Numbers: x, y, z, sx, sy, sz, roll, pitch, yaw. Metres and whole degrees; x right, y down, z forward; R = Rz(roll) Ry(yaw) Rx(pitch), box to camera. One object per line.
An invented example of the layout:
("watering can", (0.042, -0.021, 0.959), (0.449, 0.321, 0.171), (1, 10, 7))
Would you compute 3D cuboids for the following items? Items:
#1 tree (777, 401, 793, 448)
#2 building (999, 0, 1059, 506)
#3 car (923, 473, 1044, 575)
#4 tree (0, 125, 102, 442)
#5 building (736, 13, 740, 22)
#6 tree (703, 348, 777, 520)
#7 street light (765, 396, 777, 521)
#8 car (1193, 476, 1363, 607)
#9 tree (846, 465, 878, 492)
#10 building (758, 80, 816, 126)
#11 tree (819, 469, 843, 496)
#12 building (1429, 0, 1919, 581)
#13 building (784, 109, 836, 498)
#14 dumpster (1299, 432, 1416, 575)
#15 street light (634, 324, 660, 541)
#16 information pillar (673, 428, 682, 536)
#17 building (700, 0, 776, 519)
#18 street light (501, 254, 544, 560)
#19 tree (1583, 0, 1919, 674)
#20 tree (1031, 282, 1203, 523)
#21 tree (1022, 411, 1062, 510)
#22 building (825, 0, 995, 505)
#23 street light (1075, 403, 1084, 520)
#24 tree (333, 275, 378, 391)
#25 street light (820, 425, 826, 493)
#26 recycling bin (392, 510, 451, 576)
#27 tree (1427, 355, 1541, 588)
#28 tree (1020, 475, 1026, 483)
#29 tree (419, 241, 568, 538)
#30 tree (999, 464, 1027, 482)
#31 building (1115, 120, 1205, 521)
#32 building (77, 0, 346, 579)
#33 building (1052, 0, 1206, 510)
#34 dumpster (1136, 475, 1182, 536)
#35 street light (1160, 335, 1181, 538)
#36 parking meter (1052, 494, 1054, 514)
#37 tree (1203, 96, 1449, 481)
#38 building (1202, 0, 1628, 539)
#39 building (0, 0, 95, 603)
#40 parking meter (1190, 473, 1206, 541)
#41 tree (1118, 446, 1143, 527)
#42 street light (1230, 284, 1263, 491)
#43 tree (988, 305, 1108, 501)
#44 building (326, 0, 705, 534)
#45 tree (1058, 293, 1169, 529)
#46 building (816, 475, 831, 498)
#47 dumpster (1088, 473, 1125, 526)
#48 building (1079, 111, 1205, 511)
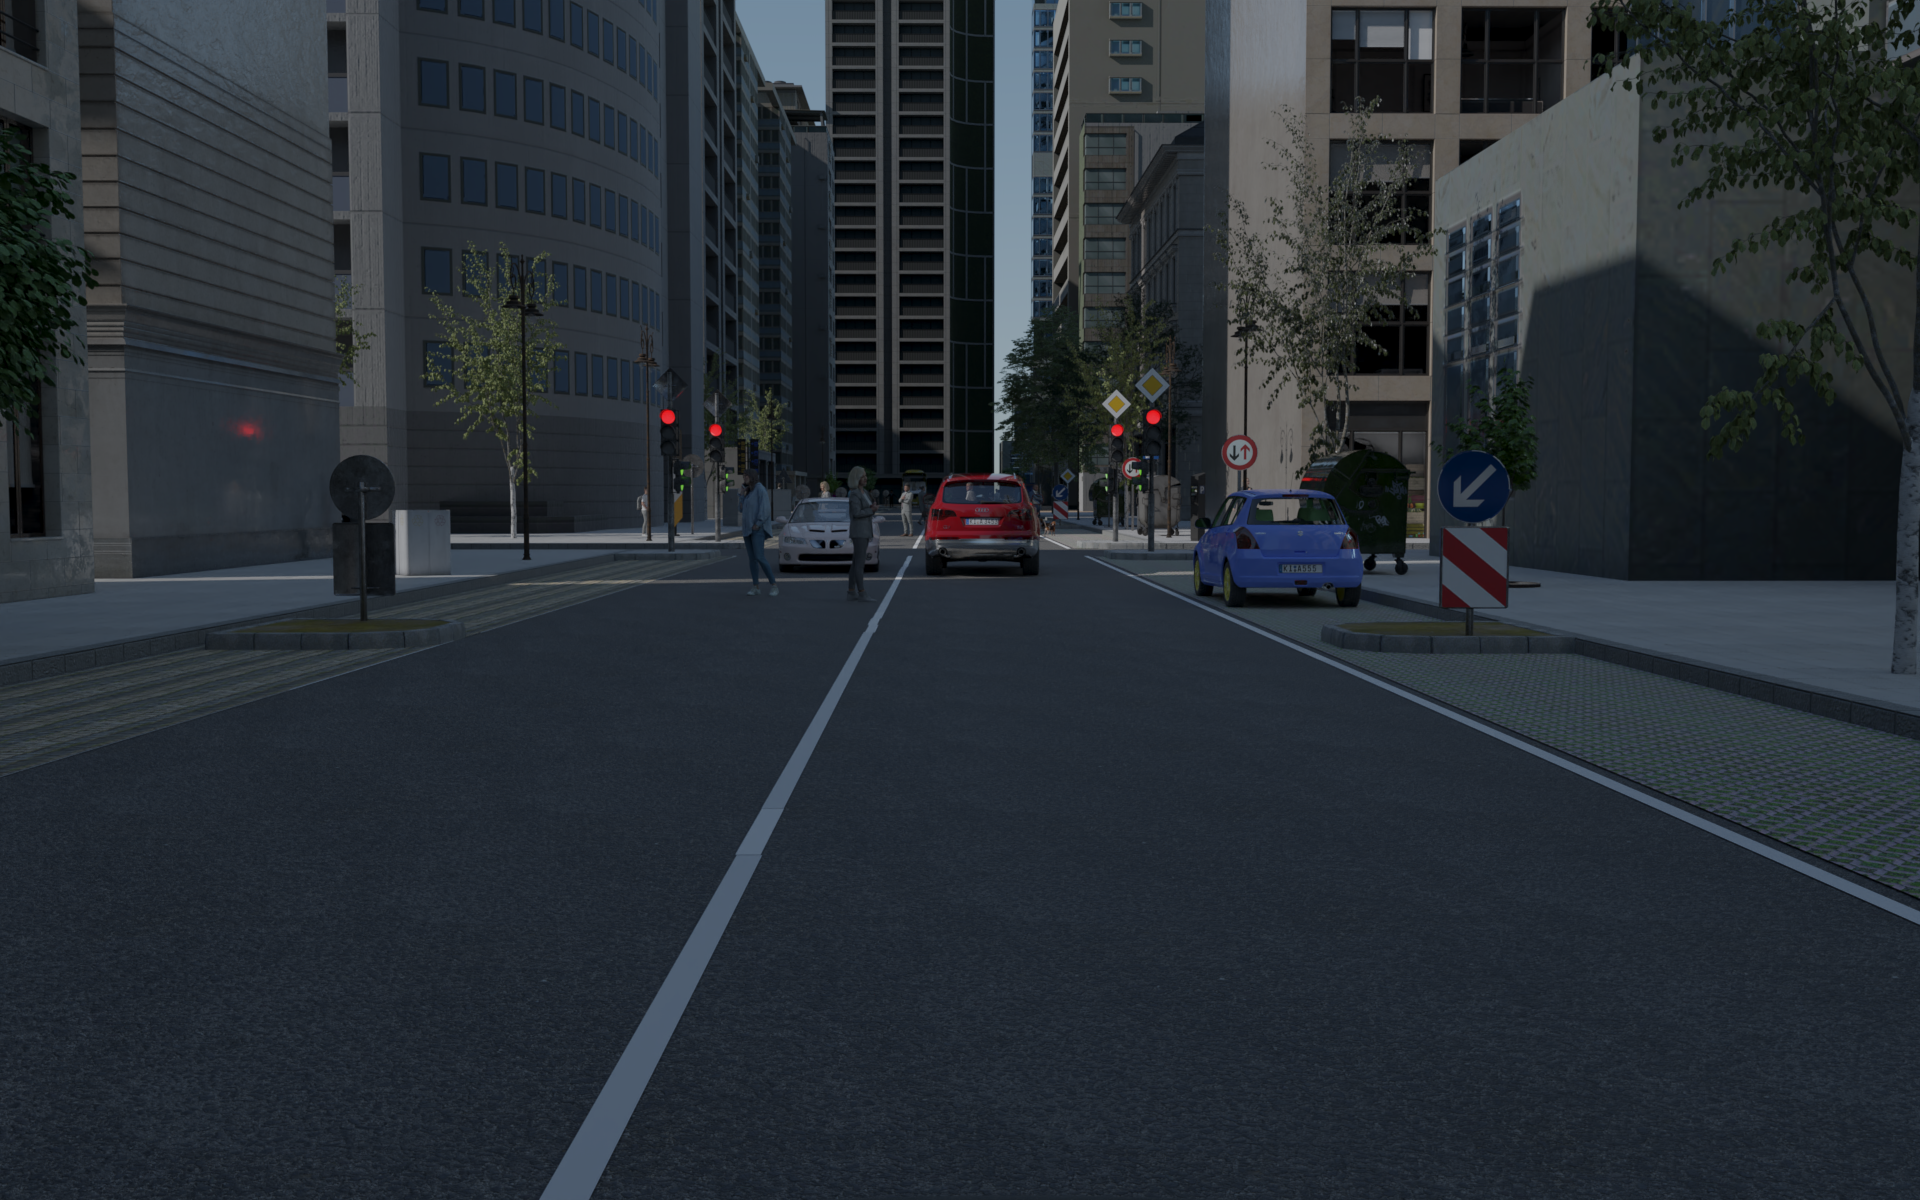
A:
("tree", (-13.706, -10.314, 119.001), (4.737, 8.622, 4.395), (0, 3, 0))
("building", (20.526, -55.303, 216.877), (31.000, 86.520, 22.319), (0, 4, -1))
("car", (0.427, -1.434, 32.122), (2.281, 1.827, 5.304), (0, 4, 1))
("tree", (-8.288, -1.796, 13.086), (4.285, 4.588, 4.351), (0, 3, 0))
("building", (-28.387, -26.979, 132.981), (32.217, 40.220, 23.993), (0, 4, -1))
("tree", (-12.435, -8.299, 86.045), (4.737, 8.622, 4.395), (0, 3, 0))
("street light", (-8.899, -6.675, 81.931), (0.468, 5.910, 1.993), (0, 4, -1))
("car", (4.160, -0.828, 23.126), (1.945, 1.707, 3.694), (0, 4, -1))
("tree", (-10.940, -13.101, 197.921), (4.285, 4.588, 4.351), (0, 3, 0))
("building", (-30.529, -38.682, 221.683), (27.495, 52.752, 28.713), (0, 4, -1))
("tree", (-9.820, -8.290, 130.145), (1.663, 3.219, 1.824), (0, 3, 0))
("building", (21.070, -43.142, 18.043), (22.319, 86.520, 31.000), (0, 4, -1))
("building", (-20.613, -30.765, 186.604), (14.086, 41.232, 14.154), (0, 4, -1))
("dumpster", (6.444, -1.569, 28.139), (1.502, 2.255, 1.985), (0, 4, -1))
("street light", (-8.501, -4.551, 47.197), (0.468, 5.910, 1.993), (0, 4, -1))
("information pillar", (-8.688, -3.761, 52.843), (0.183, 3.616, 0.504), (3, 4, 37))
("building", (-21.323, -40.364, 98.198), (20.563, 71.187, 20.611), (0, 4, -1))
("street light", (-8.439, -3.717, 33.563), (0.468, 5.910, 1.993), (0, 4, -1))
("tree", (6.643, -3.791, 12.338), (4.737, 8.622, 4.395), (0, 3, 0))
("tree", (7.266, -8.720, 76.992), (8.767, 10.594, 7.601), (-1, 4, -19))
("tree", (6.494, -11.441, 137.425), (4.360, 8.622, 3.978), (0, 3, 0))
("building", (-5.932, -47.621, 216.856), (20.611, 71.187, 20.563), (0, 4, -1))
("street light", (5.848, -6.894, 85.505), (0.468, 5.910, 1.993), (0, 4, -1))
("tree", (-19.379, -6.146, 50.852), (4.737, 8.622, 4.395), (0, 3, 0))
("street light", (-9.238, -8.793, 116.554), (0.468, 5.910, 1.993), (0, 4, -1))
("recycling bin", (-8.551, -0.915, 27.508), (0.722, 1.027, 0.722), (-2, 4, -35))
("tree", (7.642, -1.806, 24.133), (1.663, 3.219, 1.824), (0, 3, 0))
("tree", (6.082, -10.719, 169.856), (1.663, 3.219, 1.824), (0, 3, 0))
("tree", (-13.069, -6.079, 49.750), (4.737, 8.622, 4.395), (0, 3, 0))
("tree", (5.583, -12.539, 188.723), (4.285, 4.588, 4.351), (0, 3, 0))
("building", (14.528, -15.344, 101.788), (10.553, 20.767, 40.483), (0, 4, -1))
("building", (-21.495, -11.072, 30.178), (18.267, 20.994, 9.793), (0, 4, -1))
("building", (19.445, -32.328, 152.259), (21.300, 48.544, 21.600), (0, 4, -1))
("dumpster", (6.151, -2.916, 53.436), (1.264, 1.857, 1.865), (0, 4, -1))
("street light", (6.132, -4.761, 50.634), (0.468, 5.910, 1.993), (0, 4, -1))
("parking meter", (6.147, -6.378, 112.688), (0.372, 1.533, 0.369), (0, 3, 0))
("tree", (6.658, -4.968, 31.583), (4.360, 8.622, 3.978), (0, 3, 0))
("building", (26.699, -15.552, 58.793), (34.151, 26.468, 19.350), (0, 4, -1))
("building", (-16.350, -9.707, 13.461), (10.420, 20.320, 16.860), (0, 4, -1))
("parking meter", (6.478, -2.535, 47.166), (0.255, 1.863, 0.399), (3, 5, 45))
("tree", (6.906, -4.492, 68.043), (1.663, 3.219, 1.824), (0, 3, 0))
("street light", (6.305, -4.003, 38.236), (0.468, 5.910, 1.993), (0, 4, -1))
("tree", (5.452, -11.403, 104.570), (7.486, 12.596, 7.792), (0, 3, 0))
("building", (-22.451, -32.063, 66.222), (21.231, 58.520, 28.212), (0, 4, -1))
("tree", (5.829, -6.874, 62.754), (4.737, 8.622, 4.395), (0, 3, 0))
("building", (-28.102, -28.457, 157.159), (32.217, 40.220, 23.993), (0, 4, -1))
("dumpster", (6.086, -4.185, 70.924), (1.502, 2.255, 1.985), (0, 4, 0))
("building", (16.079, -22.199, 134.659), (14.160, 30.474, 14.107), (0, 4, -1))
